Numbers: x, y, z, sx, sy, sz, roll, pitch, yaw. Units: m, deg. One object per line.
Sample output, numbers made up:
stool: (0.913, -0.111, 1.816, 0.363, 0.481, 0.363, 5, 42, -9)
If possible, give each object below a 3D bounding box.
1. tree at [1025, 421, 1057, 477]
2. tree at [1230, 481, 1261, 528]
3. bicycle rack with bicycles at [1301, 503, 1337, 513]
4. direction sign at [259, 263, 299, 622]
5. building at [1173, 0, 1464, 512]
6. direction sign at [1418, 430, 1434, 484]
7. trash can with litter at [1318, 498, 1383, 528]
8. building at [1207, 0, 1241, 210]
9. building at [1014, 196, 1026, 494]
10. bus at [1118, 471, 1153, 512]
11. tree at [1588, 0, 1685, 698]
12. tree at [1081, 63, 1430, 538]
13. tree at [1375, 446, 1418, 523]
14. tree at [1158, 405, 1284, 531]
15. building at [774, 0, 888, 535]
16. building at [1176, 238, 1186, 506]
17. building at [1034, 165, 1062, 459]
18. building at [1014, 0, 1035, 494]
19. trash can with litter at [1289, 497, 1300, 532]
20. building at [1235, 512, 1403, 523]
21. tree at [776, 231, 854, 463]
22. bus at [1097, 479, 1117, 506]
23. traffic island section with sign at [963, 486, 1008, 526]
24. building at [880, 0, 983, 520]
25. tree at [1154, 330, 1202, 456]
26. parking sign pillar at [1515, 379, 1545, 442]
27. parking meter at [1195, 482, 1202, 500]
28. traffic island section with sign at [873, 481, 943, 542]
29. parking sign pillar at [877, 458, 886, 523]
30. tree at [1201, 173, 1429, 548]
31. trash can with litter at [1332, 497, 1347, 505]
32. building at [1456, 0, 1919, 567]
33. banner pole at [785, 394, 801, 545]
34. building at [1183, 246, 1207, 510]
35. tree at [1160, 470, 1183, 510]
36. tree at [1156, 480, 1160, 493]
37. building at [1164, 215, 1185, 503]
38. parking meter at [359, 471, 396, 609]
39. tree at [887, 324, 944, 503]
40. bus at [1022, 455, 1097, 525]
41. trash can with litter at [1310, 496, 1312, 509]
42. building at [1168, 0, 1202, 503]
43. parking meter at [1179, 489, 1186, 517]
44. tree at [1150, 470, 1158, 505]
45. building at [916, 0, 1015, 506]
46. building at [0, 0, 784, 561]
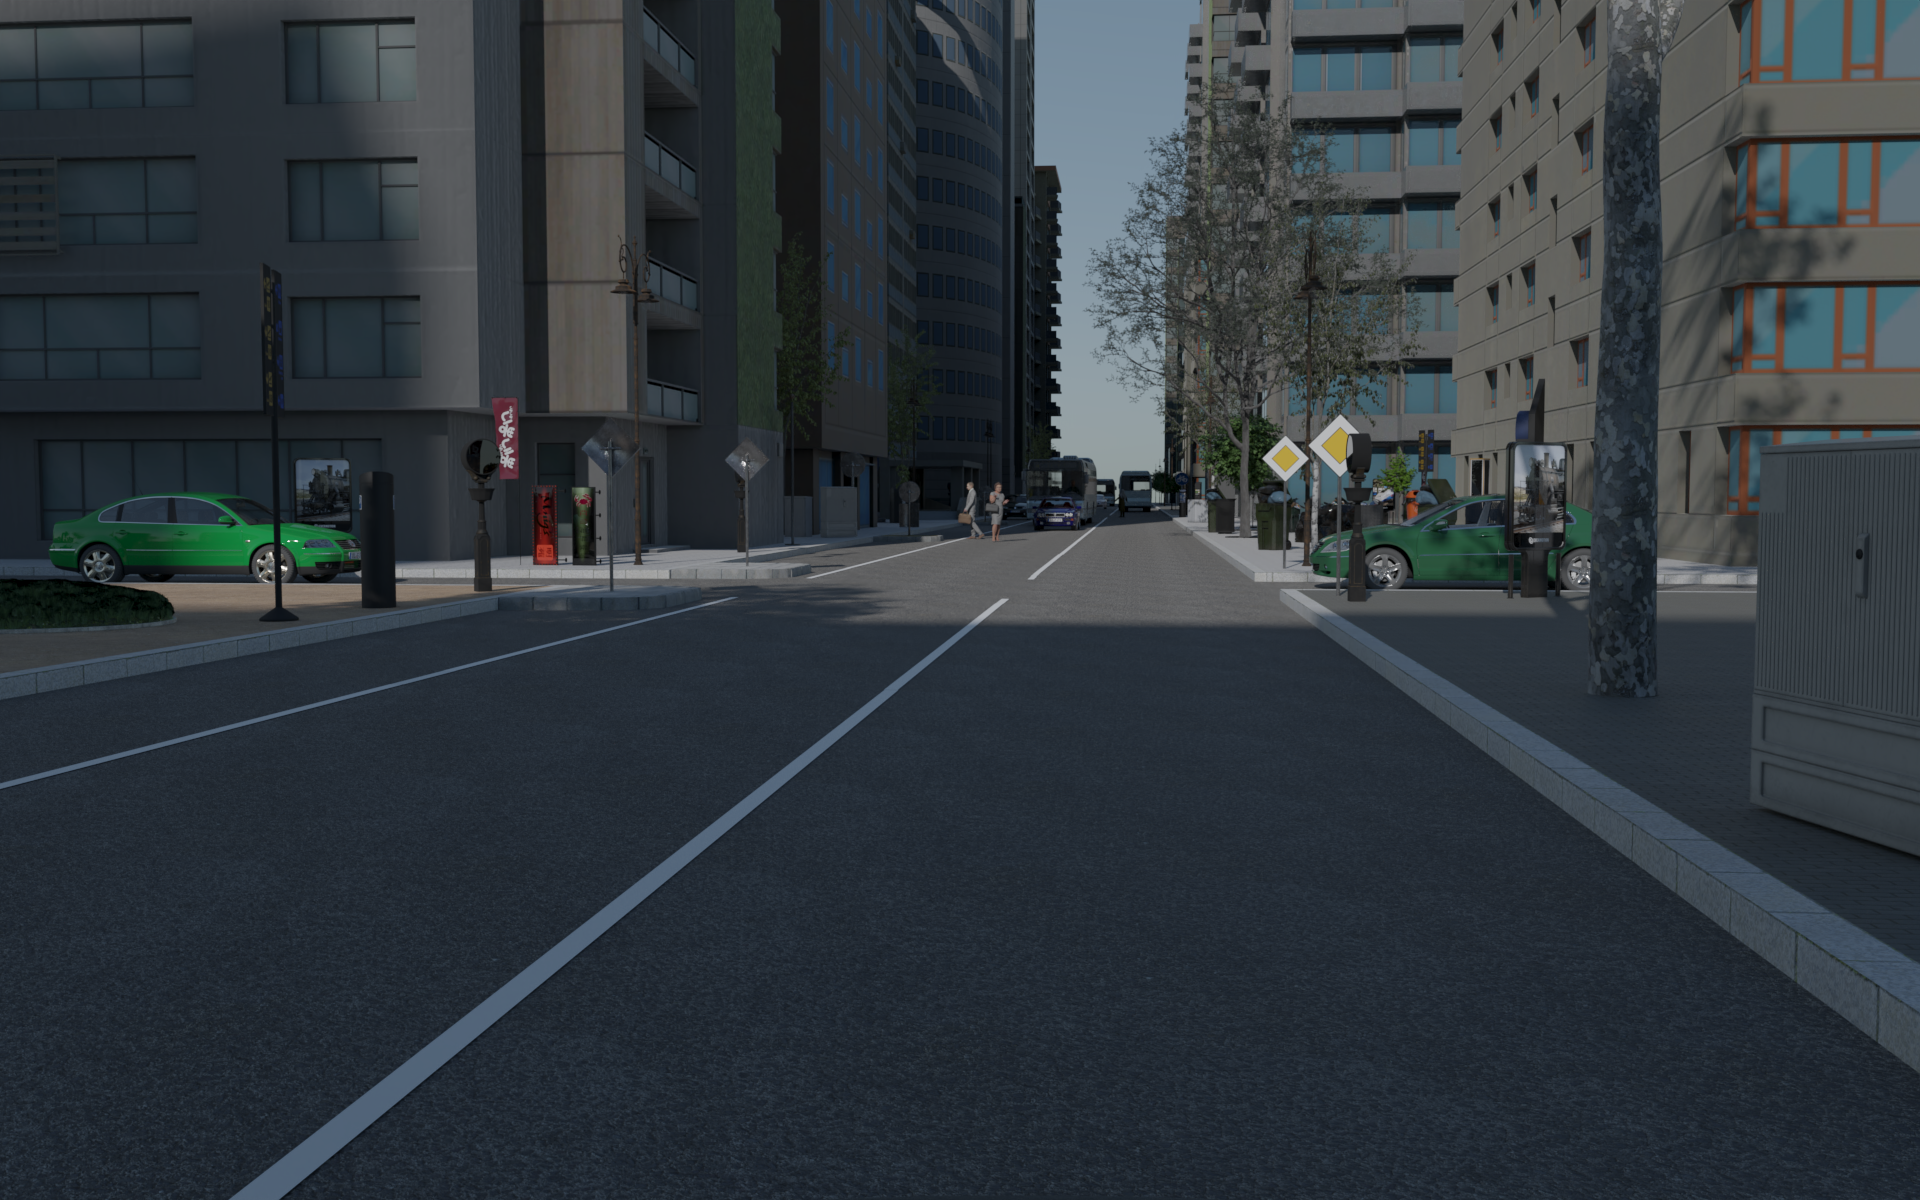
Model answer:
tree: (7.719, -13.667, 173.824, 4.737, 8.622, 4.395, 0, 3, 0)
tree: (11.215, -4.356, 65.828, 1.663, 3.219, 1.824, 0, 3, 0)
bicycle rack with bicycles: (14.253, -3.218, 65.996, 2.852, 0.926, 2.925, -2, 4, -30)
direction sign: (-6.902, -1.557, 17.451, 0.379, 3.537, 0.876, -1, 4, -10)
building: (32.261, -33.166, 161.876, 23.786, 49.044, 30.456, 0, 4, 6)
direction sign: (16.454, -4.232, 61.188, 0.379, 3.537, 0.876, -1, 4, -20)
trash can with litter: (8.049, -1.313, 32.526, 2.233, 1.210, 1.678, 2, 4, 25)
building: (22.923, -26.162, 111.340, 14.154, 41.232, 14.086, 0, 4, 6)
building: (-1.263, -23.863, 161.859, 14.160, 30.474, 14.107, 0, 4, 6)
bus: (14.442, -9.024, 142.396, 2.948, 3.499, 13.247, 0, 4, 6)
tree: (4.736, -9.371, 9.109, 12.611, 20.169, 13.585, 0, 3, 0)
tree: (8.211, -8.561, 50.345, 12.009, 13.543, 11.850, 0, 3, 0)
tree: (17.563, -4.597, 69.757, 1.663, 3.219, 1.824, 0, 3, 0)
tree: (10.113, -4.711, 60.743, 4.285, 4.588, 4.351, 0, 3, 0)
building: (-10.409, -25.070, 60.009, 14.600, 45.320, 14.200, 0, 4, 6)
building: (31.563, -25.950, 195.977, 14.160, 30.474, 14.107, 0, 4, 6)
building: (1.934, -34.962, 226.247, 22.147, 44.769, 28.867, 0, 4, 6)
building: (0.365, -46.638, 200.780, 20.563, 71.187, 20.611, 0, 4, 6)
trash can with litter: (10.826, -2.836, 57.756, 1.055, 1.170, 0.624, 1, 4, 14)
building: (25.138, -28.603, 87.274, 23.786, 49.044, 30.456, 0, 4, 6)
tree: (-5.148, -6.059, 49.434, 4.737, 8.622, 4.395, 0, 3, 0)
bus: (17.002, -12.791, 203.990, 2.948, 3.499, 13.247, 0, 4, 5)
traffic island section with sign: (1.201, -4.348, 79.718, 1.989, 1.847, 2.006, 0, 4, 6)
building: (-15.303, -24.567, 93.558, 32.217, 40.220, 23.993, 0, 4, 6)
tree: (10.237, -7.395, 71.264, 4.360, 8.622, 3.978, 0, 3, 0)
parking sign pillar: (13.163, -3.153, 40.022, 1.447, 3.967, 1.447, 2, 4, 27)
parking meter: (11.376, -4.709, 82.696, 0.255, 1.863, 0.399, 1, 4, 22)
traffic island section with sign: (-1.543, -2.708, 52.902, 1.989, 1.847, 2.006, 0, 4, 6)
parking sign pillar: (-4.075, -5.496, 78.332, 1.447, 3.967, 1.447, 1, 4, 22)
tree: (8.618, -5.534, 40.837, 4.360, 8.622, 3.978, 0, 3, 0)
trash can with litter: (16.055, -3.733, 72.422, 1.055, 1.170, 0.624, -3, 4, -38)
building: (29.390, -12.060, 42.217, 28.899, 21.520, 27.650, 0, 4, 6)
banner pole: (-4.221, -3.277, 43.590, 0.401, 3.779, 0.863, 0, 4, -6)
building: (31.431, -17.590, 132.641, 27.650, 21.520, 28.899, 0, 4, 6)
tree: (17.084, -8.779, 138.138, 1.663, 3.219, 1.824, 0, 3, 0)
tree: (23.674, -12.706, 202.348, 1.663, 3.219, 1.824, 0, 3, 0)
building: (37.224, -34.950, 255.023, 14.154, 41.232, 14.086, 0, 4, 6)
parking meter: (-6.570, -0.681, 19.543, 0.372, 1.533, 0.369, 0, 3, 0)
tree: (-2.639, -7.577, 74.240, 4.737, 8.622, 4.395, 0, 3, 0)
bus: (4.911, -5.340, 82.172, 2.948, 3.499, 13.247, 0, 4, 7)
trash can with litter: (14.151, -3.637, 70.523, 1.678, 1.210, 2.233, -3, 5, -40)
building: (39.571, -56.154, 230.786, 22.319, 86.520, 31.000, 0, 4, 6)
parking meter: (12.276, -5.329, 95.536, 0.372, 1.533, 0.369, 0, 3, 0)
tree: (24.478, -13.918, 211.279, 4.285, 4.588, 4.351, 0, 3, 0)
building: (-7.684, -35.336, 119.747, 21.231, 58.520, 28.212, 0, 4, 6)
building: (-12.301, -21.683, 38.110, 14.154, 41.232, 14.086, 0, 4, 6)
